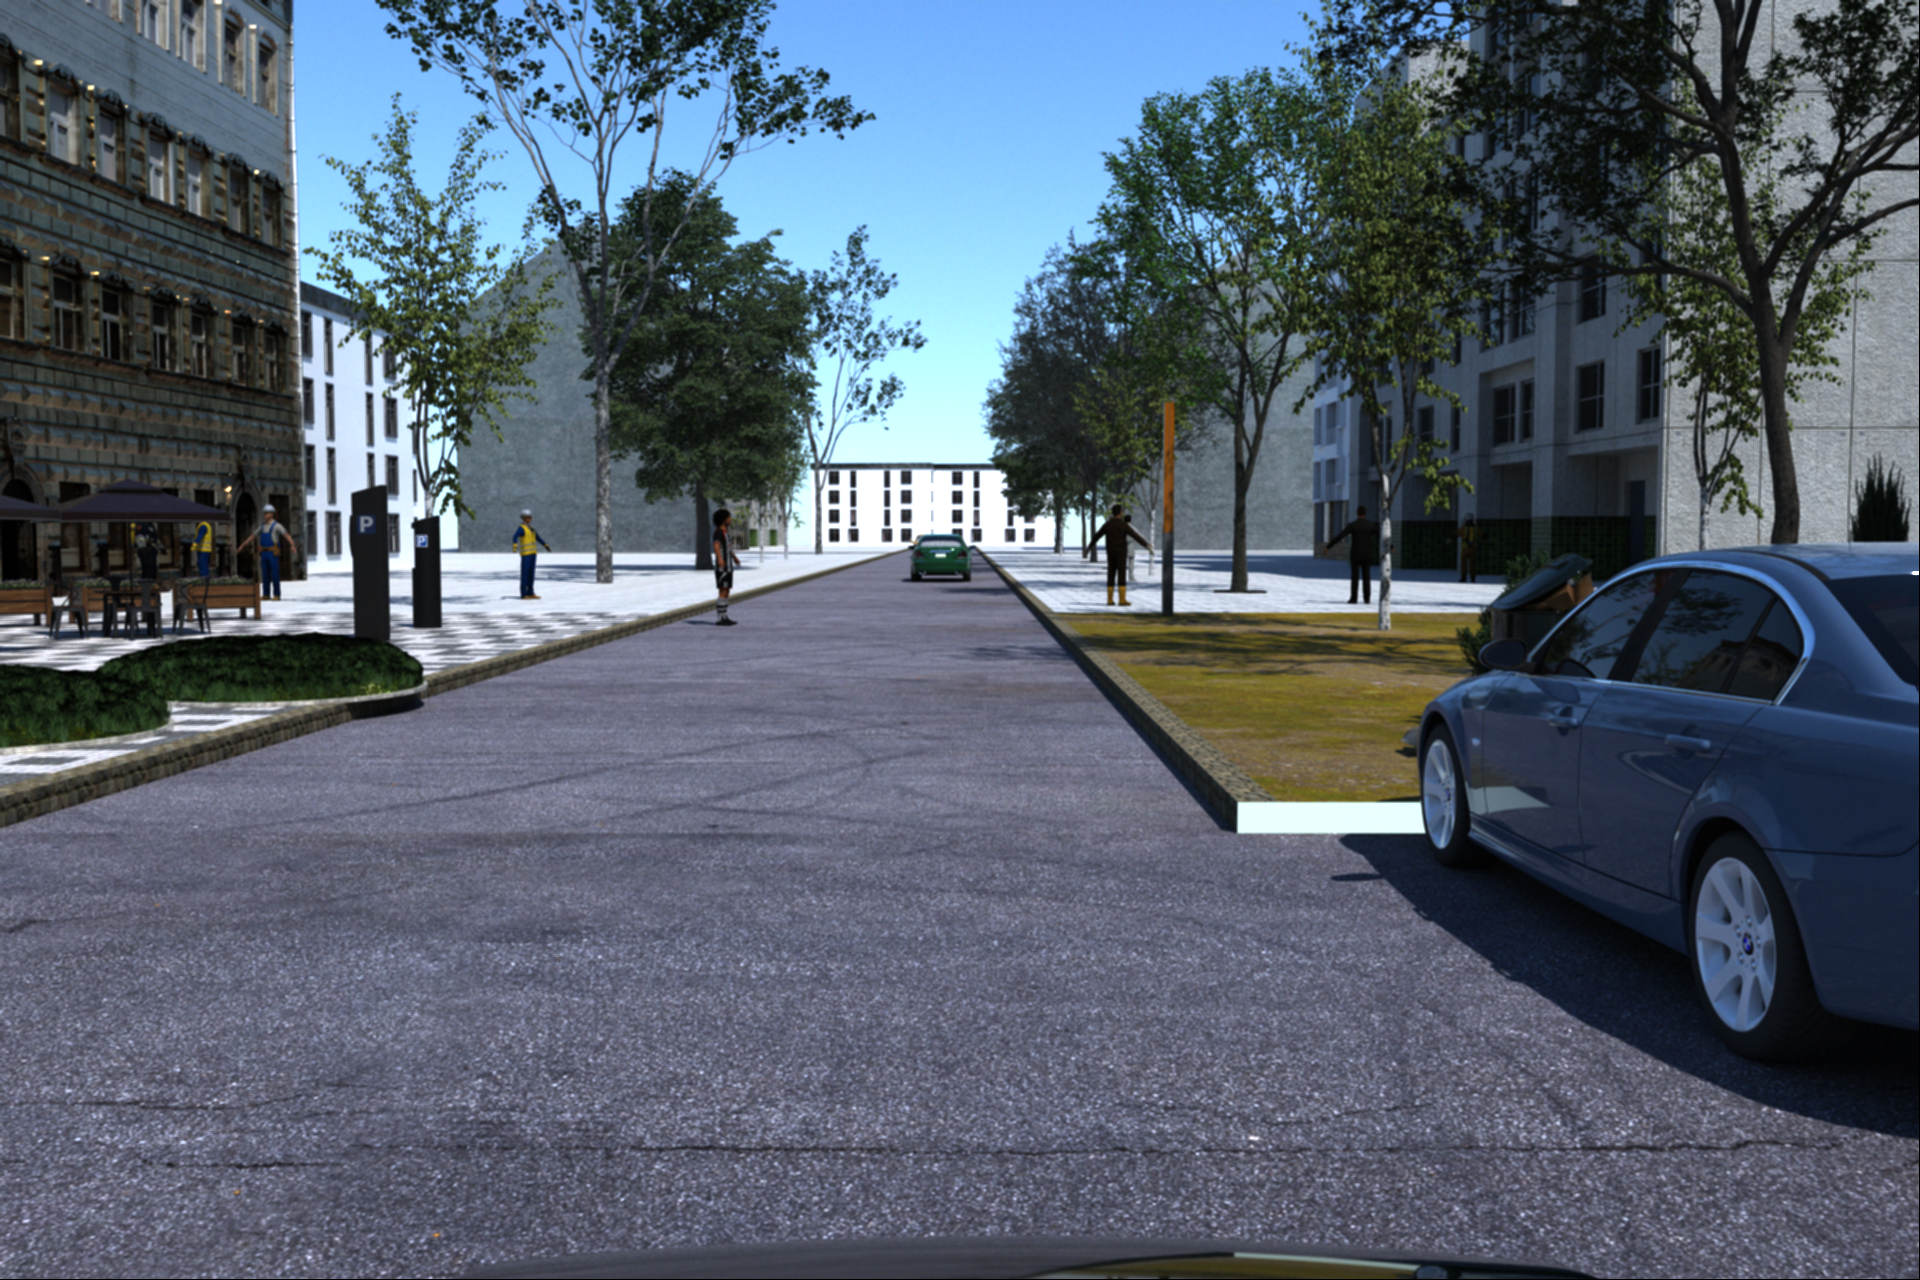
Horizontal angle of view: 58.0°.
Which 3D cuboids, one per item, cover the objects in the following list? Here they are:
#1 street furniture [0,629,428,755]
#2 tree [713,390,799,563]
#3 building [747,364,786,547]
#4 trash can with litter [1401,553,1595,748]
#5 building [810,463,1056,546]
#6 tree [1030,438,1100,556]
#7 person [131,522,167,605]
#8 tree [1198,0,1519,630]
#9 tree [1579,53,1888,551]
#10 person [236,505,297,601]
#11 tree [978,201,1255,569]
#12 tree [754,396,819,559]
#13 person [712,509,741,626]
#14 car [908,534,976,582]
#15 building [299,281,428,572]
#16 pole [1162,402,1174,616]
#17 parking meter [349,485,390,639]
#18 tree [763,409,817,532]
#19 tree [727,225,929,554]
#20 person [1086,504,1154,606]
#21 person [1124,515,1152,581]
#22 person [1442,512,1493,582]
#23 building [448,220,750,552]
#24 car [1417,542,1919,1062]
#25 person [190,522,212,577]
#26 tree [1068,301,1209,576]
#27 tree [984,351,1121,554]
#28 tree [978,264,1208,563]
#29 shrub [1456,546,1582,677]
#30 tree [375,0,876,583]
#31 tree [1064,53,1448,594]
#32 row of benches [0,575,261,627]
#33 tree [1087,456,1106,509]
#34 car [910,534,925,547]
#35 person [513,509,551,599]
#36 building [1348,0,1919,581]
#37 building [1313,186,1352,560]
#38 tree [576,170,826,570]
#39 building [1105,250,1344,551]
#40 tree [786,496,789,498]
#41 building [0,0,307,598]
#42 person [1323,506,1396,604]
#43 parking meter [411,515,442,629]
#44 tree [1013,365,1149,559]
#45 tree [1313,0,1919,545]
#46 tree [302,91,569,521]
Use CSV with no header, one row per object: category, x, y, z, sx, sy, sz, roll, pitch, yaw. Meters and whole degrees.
street furniture,-8.900,0.232,11.833,10.072,0.657,5.734,-1,4,-17
tree,-9.066,-7.801,77.910,4.737,8.622,4.395,0,3,0
building,-28.340,-19.170,179.891,16.747,18.905,31.486,0,4,1
trash can with litter,3.126,0.089,9.930,1.055,1.170,0.624,0,4,-2
building,-2.861,-15.882,204.269,28.070,9.664,9.099,1,4,9
tree,5.740,-9.280,102.092,4.360,8.622,3.978,0,3,0
person,-14.317,-1.519,30.611,0.705,1.856,1.354,-1,4,-10
tree,5.517,-4.431,22.811,4.737,8.622,4.395,0,3,0
tree,12.012,-4.698,27.178,4.737,8.622,4.395,0,3,0
person,-13.299,-1.681,33.335,1.347,1.847,0.705,1,4,17
tree,5.924,-9.354,63.312,12.009,13.543,11.850,0,3,0
tree,-8.717,-8.395,87.621,4.360,8.622,3.978,0,3,0
person,-3.681,-1.136,27.181,0.704,1.843,1.345,0,4,4
car,-0.563,-2.550,53.489,2.131,1.459,4.920,0,4,0
building,-26.266,-7.773,69.242,9.099,9.664,28.070,0,4,0
pole,3.242,-2.026,26.967,0.158,3.312,0.155,0,3,0
parking meter,-7.066,-0.919,20.732,0.399,1.863,0.255,0,4,1
tree,-9.508,-8.900,95.870,4.360,8.622,3.978,0,3,0
tree,-8.326,-15.365,107.102,12.611,20.169,13.585,0,3,0
person,2.822,-1.521,31.000,1.346,1.812,0.704,2,4,33
person,4.575,-2.503,47.112,1.347,1.806,0.705,2,4,29
person,13.507,-2.461,46.013,1.354,1.858,0.705,0,4,-1
building,-26.267,-18.338,130.756,19.493,23.208,18.063,0,4,-1
car,2.957,0.367,6.005,2.014,1.417,4.499,0,4,-1
person,-16.763,-1.976,38.273,0.705,1.833,1.349,-1,4,-14
tree,5.765,-6.301,53.390,4.737,8.622,4.395,0,3,0
tree,6.410,-12.650,113.490,9.857,13.997,8.962,0,3,0
tree,5.914,-10.183,76.867,12.009,13.543,11.850,0,3,0
shrub,3.783,-0.015,11.358,1.383,1.207,1.383,0,3,0
tree,-7.803,-11.532,44.434,12.611,20.169,13.585,0,3,0
tree,6.287,-6.840,37.589,9.928,11.665,9.643,0,3,0
row of benches,-12.043,-0.575,24.857,4.104,0.672,1.422,-3,5,-43
tree,17.859,-17.053,204.574,9.928,11.665,9.643,0,3,0
car,-2.046,-5.921,107.039,2.015,1.641,3.980,0,3,0
person,-8.453,-1.693,34.137,0.721,1.772,1.216,1,4,20
building,24.454,-11.543,55.182,16.747,18.905,31.486,0,4,0
building,23.731,-14.278,89.872,16.016,20.090,11.380,0,3,0
tree,-9.080,-9.454,61.230,9.857,13.997,8.962,0,3,0
building,21.990,-19.039,142.219,19.493,23.208,18.063,0,4,0
tree,-21.409,-15.193,198.760,4.737,8.622,4.395,0,3,0
building,-27.439,-12.685,38.332,19.493,23.208,18.063,0,4,1
person,7.368,-1.569,31.875,1.346,1.802,0.704,0,4,-1
parking meter,-7.282,-0.931,23.639,0.372,1.533,0.369,0,3,0
tree,6.233,-9.553,90.606,7.601,10.594,8.767,-1,4,-12
tree,7.018,-4.914,14.756,8.767,10.594,7.601,-1,4,-15
tree,-8.977,-4.866,29.926,4.737,8.622,4.395,0,3,0
